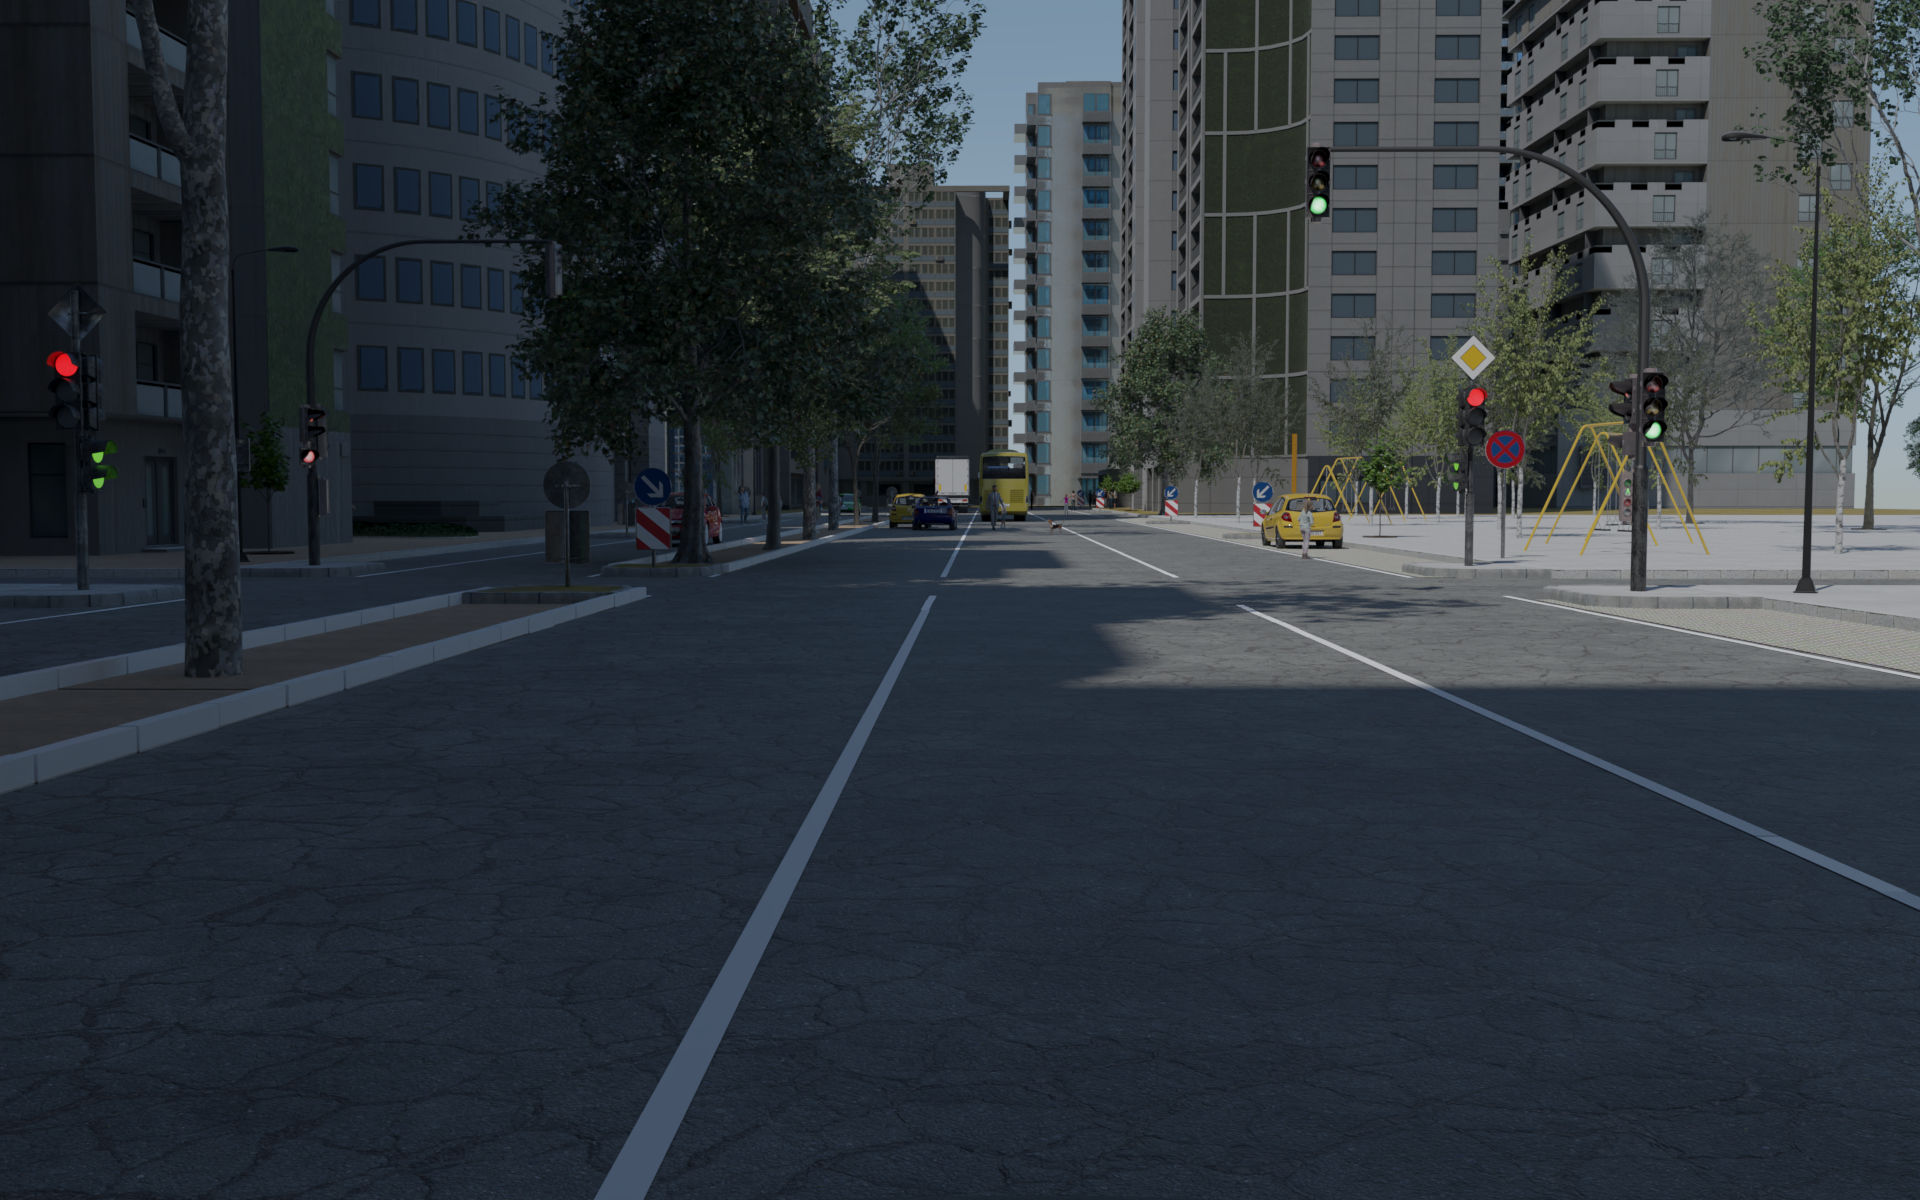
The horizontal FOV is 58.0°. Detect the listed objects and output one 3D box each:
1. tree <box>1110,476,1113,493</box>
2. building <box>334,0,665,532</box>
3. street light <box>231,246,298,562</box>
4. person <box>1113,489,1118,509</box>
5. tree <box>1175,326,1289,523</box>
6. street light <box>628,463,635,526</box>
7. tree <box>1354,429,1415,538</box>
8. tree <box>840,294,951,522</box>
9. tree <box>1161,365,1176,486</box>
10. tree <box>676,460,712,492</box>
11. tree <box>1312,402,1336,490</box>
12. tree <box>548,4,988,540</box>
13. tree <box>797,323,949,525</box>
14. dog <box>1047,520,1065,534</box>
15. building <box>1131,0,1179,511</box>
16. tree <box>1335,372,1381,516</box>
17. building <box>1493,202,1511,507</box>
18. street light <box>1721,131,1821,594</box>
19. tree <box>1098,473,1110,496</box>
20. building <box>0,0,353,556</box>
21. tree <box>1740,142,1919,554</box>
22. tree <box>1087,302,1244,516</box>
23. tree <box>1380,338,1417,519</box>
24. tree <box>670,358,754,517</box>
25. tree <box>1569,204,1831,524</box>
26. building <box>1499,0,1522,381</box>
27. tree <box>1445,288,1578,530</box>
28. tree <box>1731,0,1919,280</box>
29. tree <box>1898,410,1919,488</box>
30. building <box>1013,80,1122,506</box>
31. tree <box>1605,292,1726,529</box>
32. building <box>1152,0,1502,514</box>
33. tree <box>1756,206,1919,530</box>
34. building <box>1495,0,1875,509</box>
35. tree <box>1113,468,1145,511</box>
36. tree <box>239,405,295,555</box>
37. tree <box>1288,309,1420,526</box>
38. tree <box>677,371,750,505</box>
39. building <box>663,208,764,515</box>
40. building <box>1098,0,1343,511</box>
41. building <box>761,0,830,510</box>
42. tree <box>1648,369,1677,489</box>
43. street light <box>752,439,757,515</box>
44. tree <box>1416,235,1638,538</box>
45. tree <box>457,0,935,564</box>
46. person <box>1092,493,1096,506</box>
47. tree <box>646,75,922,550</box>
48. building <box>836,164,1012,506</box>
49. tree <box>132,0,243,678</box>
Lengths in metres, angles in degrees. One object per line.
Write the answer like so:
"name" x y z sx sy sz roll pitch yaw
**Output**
"tree" 13.121 -8.819 138.785 1.663 3.219 1.824 0 3 0
"building" -24.918 -32.178 68.111 21.231 58.520 28.212 0 4 1
"street light" -13.063 -3.669 32.533 1.470 5.913 1.316 0 4 1
"person" 13.642 -8.834 151.261 0.721 1.735 1.217 1 4 13
"tree" 12.197 -7.704 76.329 4.360 8.622 3.978 0 3 0
"street light" -12.564 -5.885 68.760 1.470 5.913 1.316 0 4 1
"tree" 12.533 -3.451 51.025 1.663 3.219 1.824 0 3 0
"tree" -4.221 -9.763 87.844 9.928 11.665 9.643 0 3 0
"tree" 12.673 -8.718 92.901 4.360 8.622 3.978 0 3 0
"tree" -13.207 -5.575 85.757 1.663 3.219 1.824 0 3 0
"tree" 22.999 -9.218 101.081 4.737 8.622 4.395 0 3 0
"tree" -5.921 -11.999 54.522 12.611 20.169 13.585 0 3 0
"tree" -4.654 -8.673 78.676 8.767 10.594 7.601 0 4 1
"dog" 3.471 -2.654 62.683 0.406 0.507 0.540 3 5 43
"building" 25.041 -36.874 144.882 21.231 58.520 28.212 0 4 1
"tree" 22.736 -8.467 88.804 4.737 8.622 4.395 0 3 0
"building" 45.818 -24.560 173.262 14.107 30.474 14.160 0 4 1
"street light" 10.445 -3.045 22.330 1.470 5.913 1.316 0 4 1
"tree" 13.268 -9.906 156.569 1.663 3.219 1.824 0 3 0
"building" -23.189 -21.666 37.840 14.154 41.232 14.086 0 4 1
"tree" 18.987 -5.314 37.249 4.737 8.622 4.395 0 3 0
"tree" 12.383 -11.408 103.531 9.611 12.733 9.660 0 3 0
"tree" 21.388 -7.768 77.368 4.737 8.622 4.395 0 3 0
"tree" -13.856 -10.548 98.219 9.928 11.665 9.643 0 3 0
"tree" 31.499 -10.037 74.470 12.009 13.543 11.850 0 3 0
"building" 52.141 -54.183 198.569 31.000 86.520 22.319 0 4 1
"tree" 19.478 -6.814 61.774 4.360 8.622 3.978 0 3 0
"tree" 28.545 -11.835 49.384 12.611 20.169 13.585 0 3 0
"tree" 59.775 -7.789 90.253 20.602 7.101 11.467 -2 4 -24
"building" 21.426 -35.545 200.773 30.456 49.044 23.786 0 4 1
"tree" 25.326 -6.855 62.449 4.360 8.622 3.978 0 3 0
"building" 24.248 -41.678 119.695 20.563 71.187 20.611 0 4 1
"tree" 32.861 -8.329 61.936 9.928 11.665 9.643 0 3 0
"building" 66.501 -35.189 164.576 27.495 52.752 28.713 0 4 1
"tree" 12.979 -8.456 132.862 1.663 3.219 1.824 0 3 0
"tree" -14.796 -2.603 37.156 1.663 3.219 1.824 0 3 0
"tree" 16.222 -7.255 68.975 4.360 8.622 3.978 0 3 0
"tree" -12.691 -8.606 91.070 4.737 8.622 4.395 0 3 0
"building" -25.042 -49.387 120.153 22.319 86.520 31.000 0 4 1
"building" 24.529 -44.686 168.872 20.563 71.187 20.611 0 4 1
"building" -24.169 -33.461 170.786 21.600 48.544 21.300 0 4 1
"tree" 35.176 -8.475 88.936 4.737 8.622 4.395 0 3 0
"street light" -11.993 -8.121 105.316 1.470 5.913 1.316 0 4 1
"tree" 16.528 -6.113 50.311 4.737 8.622 4.395 0 3 0
"tree" -5.388 -7.050 34.732 9.611 12.733 9.660 0 3 0
"person" 14.232 -10.621 182.958 1.065 1.426 0.557 -1 4 -17
"tree" -4.864 -7.564 44.260 7.486 12.596 7.792 0 3 0
"building" -5.825 -31.473 206.465 23.993 40.220 32.217 0 4 1
"tree" -7.070 -9.513 13.886 12.611 20.169 13.585 0 3 0
